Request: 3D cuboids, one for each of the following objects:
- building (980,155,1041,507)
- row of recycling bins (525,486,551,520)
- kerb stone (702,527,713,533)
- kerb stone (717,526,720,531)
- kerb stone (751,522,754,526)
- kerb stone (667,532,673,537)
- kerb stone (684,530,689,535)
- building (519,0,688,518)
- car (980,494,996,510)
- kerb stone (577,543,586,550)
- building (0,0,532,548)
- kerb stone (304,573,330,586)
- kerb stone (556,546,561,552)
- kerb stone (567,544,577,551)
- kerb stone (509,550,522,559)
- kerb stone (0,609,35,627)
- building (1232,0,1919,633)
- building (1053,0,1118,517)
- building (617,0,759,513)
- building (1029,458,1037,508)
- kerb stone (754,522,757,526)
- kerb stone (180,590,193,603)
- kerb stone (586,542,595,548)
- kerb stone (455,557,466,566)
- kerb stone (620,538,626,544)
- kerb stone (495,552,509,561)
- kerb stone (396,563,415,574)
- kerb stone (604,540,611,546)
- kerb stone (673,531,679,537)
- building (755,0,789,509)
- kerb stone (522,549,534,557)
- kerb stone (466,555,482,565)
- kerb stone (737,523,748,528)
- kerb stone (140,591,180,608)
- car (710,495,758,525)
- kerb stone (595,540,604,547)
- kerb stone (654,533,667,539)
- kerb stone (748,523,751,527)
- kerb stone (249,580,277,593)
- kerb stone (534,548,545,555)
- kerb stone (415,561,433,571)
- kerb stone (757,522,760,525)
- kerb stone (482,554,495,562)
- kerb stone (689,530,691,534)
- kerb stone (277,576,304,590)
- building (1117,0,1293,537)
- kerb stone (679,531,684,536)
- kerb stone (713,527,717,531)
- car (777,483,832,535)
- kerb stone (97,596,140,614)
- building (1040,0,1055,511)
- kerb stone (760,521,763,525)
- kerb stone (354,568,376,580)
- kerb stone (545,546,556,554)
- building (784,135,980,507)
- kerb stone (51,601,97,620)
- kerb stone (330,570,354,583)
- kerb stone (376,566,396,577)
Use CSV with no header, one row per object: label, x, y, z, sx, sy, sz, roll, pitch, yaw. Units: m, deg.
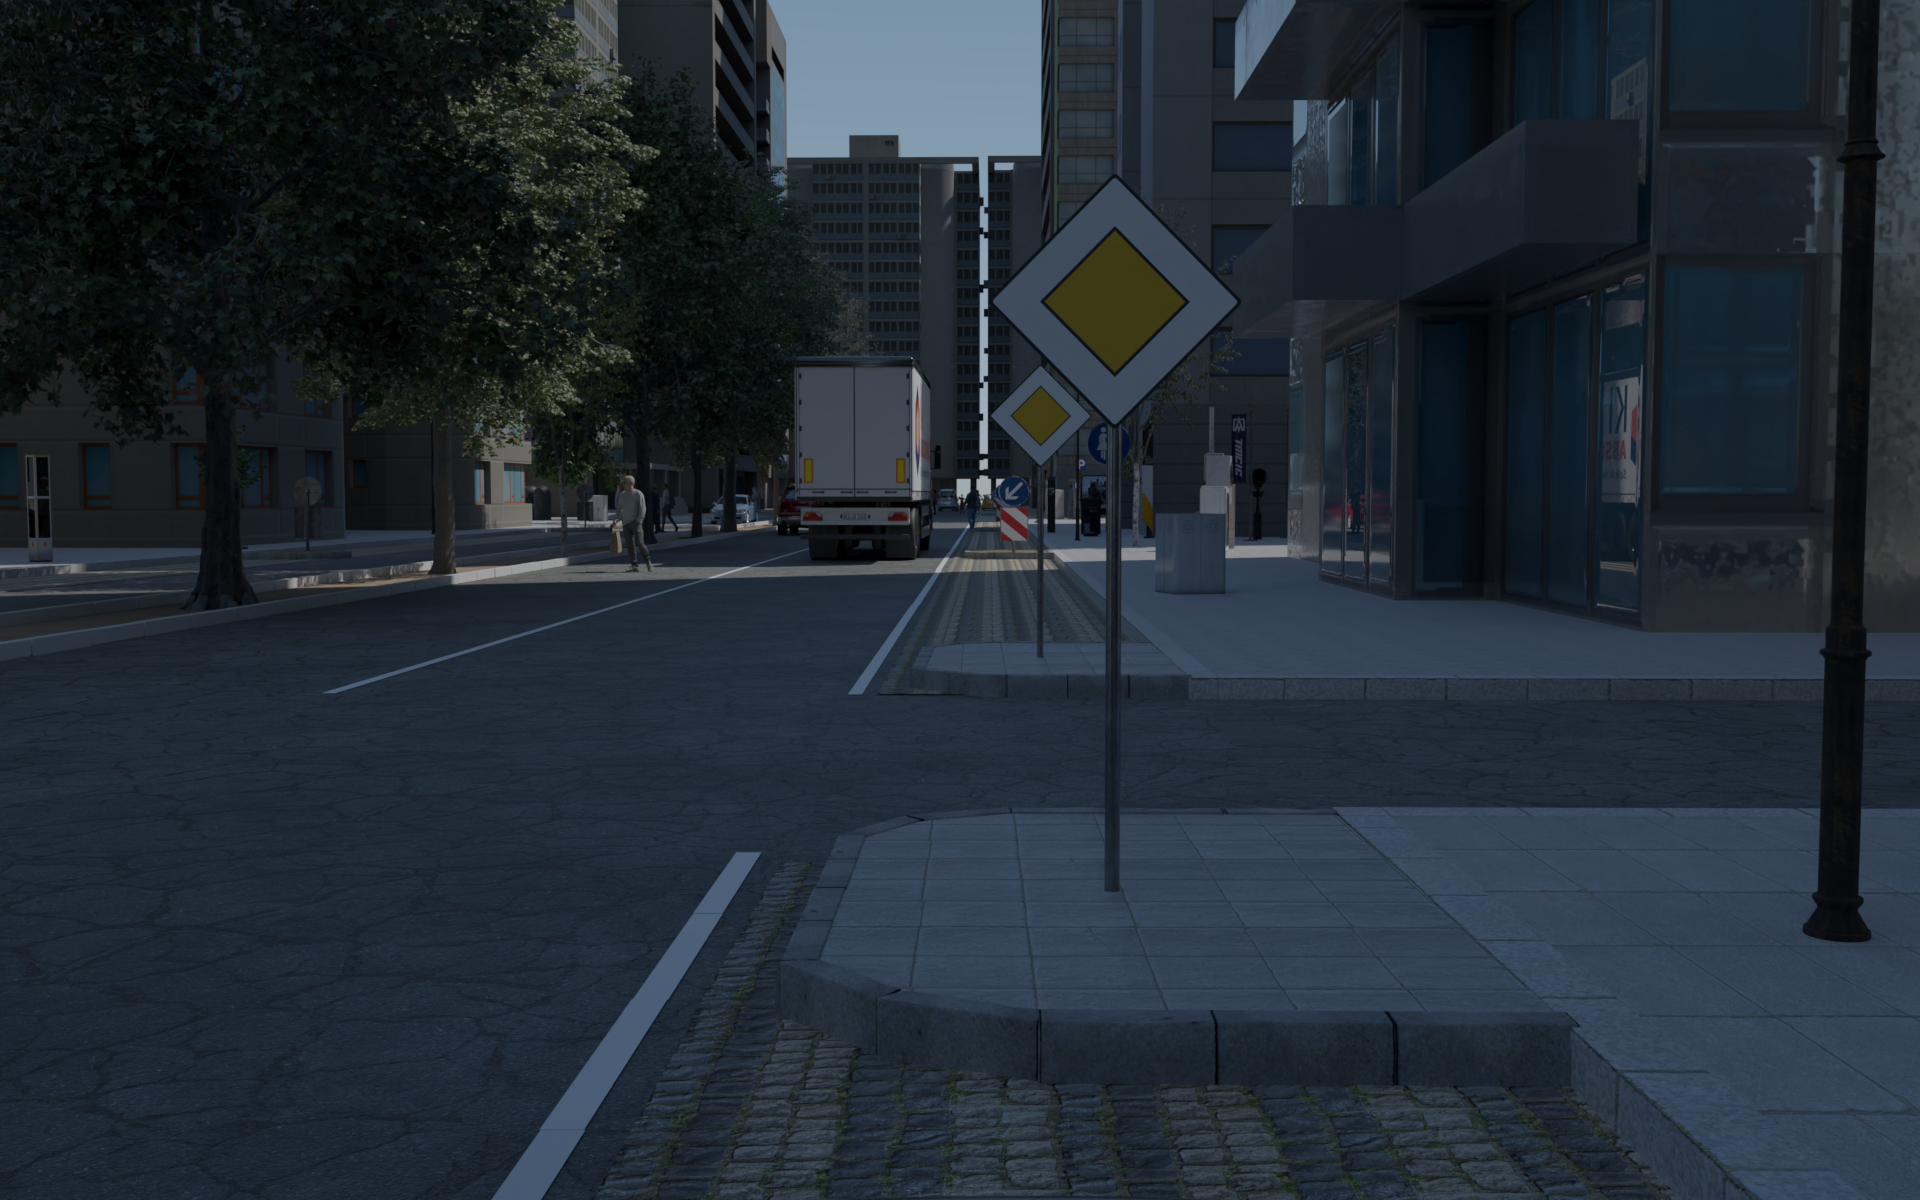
building,14.577,-30.411,189.104,23.993,40.220,32.217,0,4,1
row of recycling bins,-21.554,-4.855,86.486,1.069,1.692,3.534,-3,5,-42
kerb stone,-9.511,-2.621,65.047,0.120,0.150,1.000,0,4,1
kerb stone,-9.480,-2.746,67.099,0.120,0.150,1.000,0,4,1
kerb stone,-9.314,-3.307,76.323,0.120,0.150,1.000,0,4,1
kerb stone,-9.656,-2.121,56.869,0.120,0.150,1.000,0,4,1
kerb stone,-9.604,-2.303,59.937,0.120,0.150,1.000,0,4,1
building,-33.288,-25.010,100.802,32.217,40.220,23.993,0,4,1
car,2.760,-8.520,149.523,2.015,1.641,3.980,0,4,-1
kerb stone,-9.865,-1.364,44.552,0.120,0.150,1.000,0,4,1
building,-31.371,-12.854,55.201,27.650,21.520,28.899,0,4,1
kerb stone,-10.169,-0.301,27.145,0.120,0.150,1.000,0,4,1
kerb stone,-9.899,-1.238,42.508,0.120,0.150,1.000,0,4,1
kerb stone,-9.881,-1.300,43.530,0.120,0.150,1.000,0,4,1
kerb stone,-9.973,-0.992,38.408,0.120,0.150,1.000,0,4,1
kerb stone,-10.304,0.199,18.942,0.120,0.150,1.000,0,4,1
building,19.263,-24.724,23.841,30.456,49.044,23.786,0,4,1
building,12.581,-25.664,103.208,14.154,41.232,14.086,0,4,1
building,-26.590,-30.600,124.010,21.300,48.544,21.600,0,4,1
building,17.490,-50.983,146.238,22.319,86.520,31.000,0,4,1
kerb stone,-9.306,-3.374,77.354,0.120,0.150,1.000,0,4,1
kerb stone,-10.238,-0.052,23.042,0.120,0.150,1.000,0,4,1
kerb stone,-9.850,-1.430,45.580,0.120,0.150,1.000,0,4,1
kerb stone,-10.046,-0.741,34.311,0.120,0.150,1.000,0,4,1
kerb stone,-9.759,-1.744,50.715,0.120,0.150,1.000,0,4,1
kerb stone,-9.994,-0.926,37.385,0.120,0.150,1.000,0,4,1
kerb stone,-10.096,-0.547,31.240,0.120,0.150,1.000,0,4,1
kerb stone,-9.813,-1.556,47.631,0.120,0.150,1.000,0,4,1
kerb stone,-9.632,-2.182,57.892,0.120,0.150,1.000,0,4,1
building,-23.375,-30.913,155.539,14.200,45.320,14.600,0,4,1
kerb stone,-9.953,-1.050,39.431,0.120,0.150,1.000,0,4,1
kerb stone,-10.021,-0.798,35.336,0.120,0.150,1.000,0,4,1
kerb stone,-9.347,-3.185,74.273,0.120,0.150,1.000,0,4,1
kerb stone,-10.249,0.011,22.017,0.120,0.150,1.000,0,4,1
car,-10.762,-4.333,82.850,2.014,1.417,4.499,0,4,2
kerb stone,-9.833,-1.492,46.609,0.120,0.150,1.000,0,4,1
kerb stone,-9.669,-2.058,55.847,0.120,0.150,1.000,0,4,1
kerb stone,-9.338,-3.246,75.295,0.120,0.150,1.000,0,4,1
kerb stone,-10.202,-0.177,25.092,0.120,0.150,1.000,0,4,1
kerb stone,-9.943,-1.116,40.460,0.120,0.150,1.000,0,4,1
kerb stone,-10.076,-0.616,32.267,0.120,0.150,1.000,0,4,1
kerb stone,-9.278,-3.436,78.382,0.120,0.150,1.000,0,4,1
kerb stone,-10.011,-0.861,36.361,0.120,0.150,1.000,0,4,1
kerb stone,-9.586,-2.371,60.959,0.120,0.150,1.000,0,4,1
kerb stone,-10.184,-0.236,26.115,0.120,0.150,1.000,0,4,1
building,16.399,-31.907,63.681,21.231,58.520,28.212,0,4,1
kerb stone,-9.620,-2.246,58.914,0.120,0.150,1.000,0,4,1
kerb stone,-9.496,-2.681,66.071,0.120,0.150,1.000,0,4,1
car,-5.290,-3.253,61.862,2.281,1.827,5.304,0,4,2
kerb stone,-10.274,0.074,20.990,0.120,0.150,1.000,0,4,1
building,16.619,-30.425,121.157,21.300,48.544,21.600,0,4,1
kerb stone,-9.262,-3.499,79.404,0.120,0.150,1.000,0,4,1
kerb stone,-10.128,-0.428,29.192,0.120,0.150,1.000,0,4,1
kerb stone,-9.918,-1.173,41.482,0.120,0.150,1.000,0,4,1
building,-9.403,-30.468,190.036,23.993,40.220,32.217,0,4,1
kerb stone,-10.296,0.136,19.964,0.120,0.150,1.000,0,4,1
kerb stone,-10.148,-0.364,28.170,0.120,0.150,1.000,0,4,1
kerb stone,-10.110,-0.490,30.214,0.120,0.150,1.000,0,4,1
